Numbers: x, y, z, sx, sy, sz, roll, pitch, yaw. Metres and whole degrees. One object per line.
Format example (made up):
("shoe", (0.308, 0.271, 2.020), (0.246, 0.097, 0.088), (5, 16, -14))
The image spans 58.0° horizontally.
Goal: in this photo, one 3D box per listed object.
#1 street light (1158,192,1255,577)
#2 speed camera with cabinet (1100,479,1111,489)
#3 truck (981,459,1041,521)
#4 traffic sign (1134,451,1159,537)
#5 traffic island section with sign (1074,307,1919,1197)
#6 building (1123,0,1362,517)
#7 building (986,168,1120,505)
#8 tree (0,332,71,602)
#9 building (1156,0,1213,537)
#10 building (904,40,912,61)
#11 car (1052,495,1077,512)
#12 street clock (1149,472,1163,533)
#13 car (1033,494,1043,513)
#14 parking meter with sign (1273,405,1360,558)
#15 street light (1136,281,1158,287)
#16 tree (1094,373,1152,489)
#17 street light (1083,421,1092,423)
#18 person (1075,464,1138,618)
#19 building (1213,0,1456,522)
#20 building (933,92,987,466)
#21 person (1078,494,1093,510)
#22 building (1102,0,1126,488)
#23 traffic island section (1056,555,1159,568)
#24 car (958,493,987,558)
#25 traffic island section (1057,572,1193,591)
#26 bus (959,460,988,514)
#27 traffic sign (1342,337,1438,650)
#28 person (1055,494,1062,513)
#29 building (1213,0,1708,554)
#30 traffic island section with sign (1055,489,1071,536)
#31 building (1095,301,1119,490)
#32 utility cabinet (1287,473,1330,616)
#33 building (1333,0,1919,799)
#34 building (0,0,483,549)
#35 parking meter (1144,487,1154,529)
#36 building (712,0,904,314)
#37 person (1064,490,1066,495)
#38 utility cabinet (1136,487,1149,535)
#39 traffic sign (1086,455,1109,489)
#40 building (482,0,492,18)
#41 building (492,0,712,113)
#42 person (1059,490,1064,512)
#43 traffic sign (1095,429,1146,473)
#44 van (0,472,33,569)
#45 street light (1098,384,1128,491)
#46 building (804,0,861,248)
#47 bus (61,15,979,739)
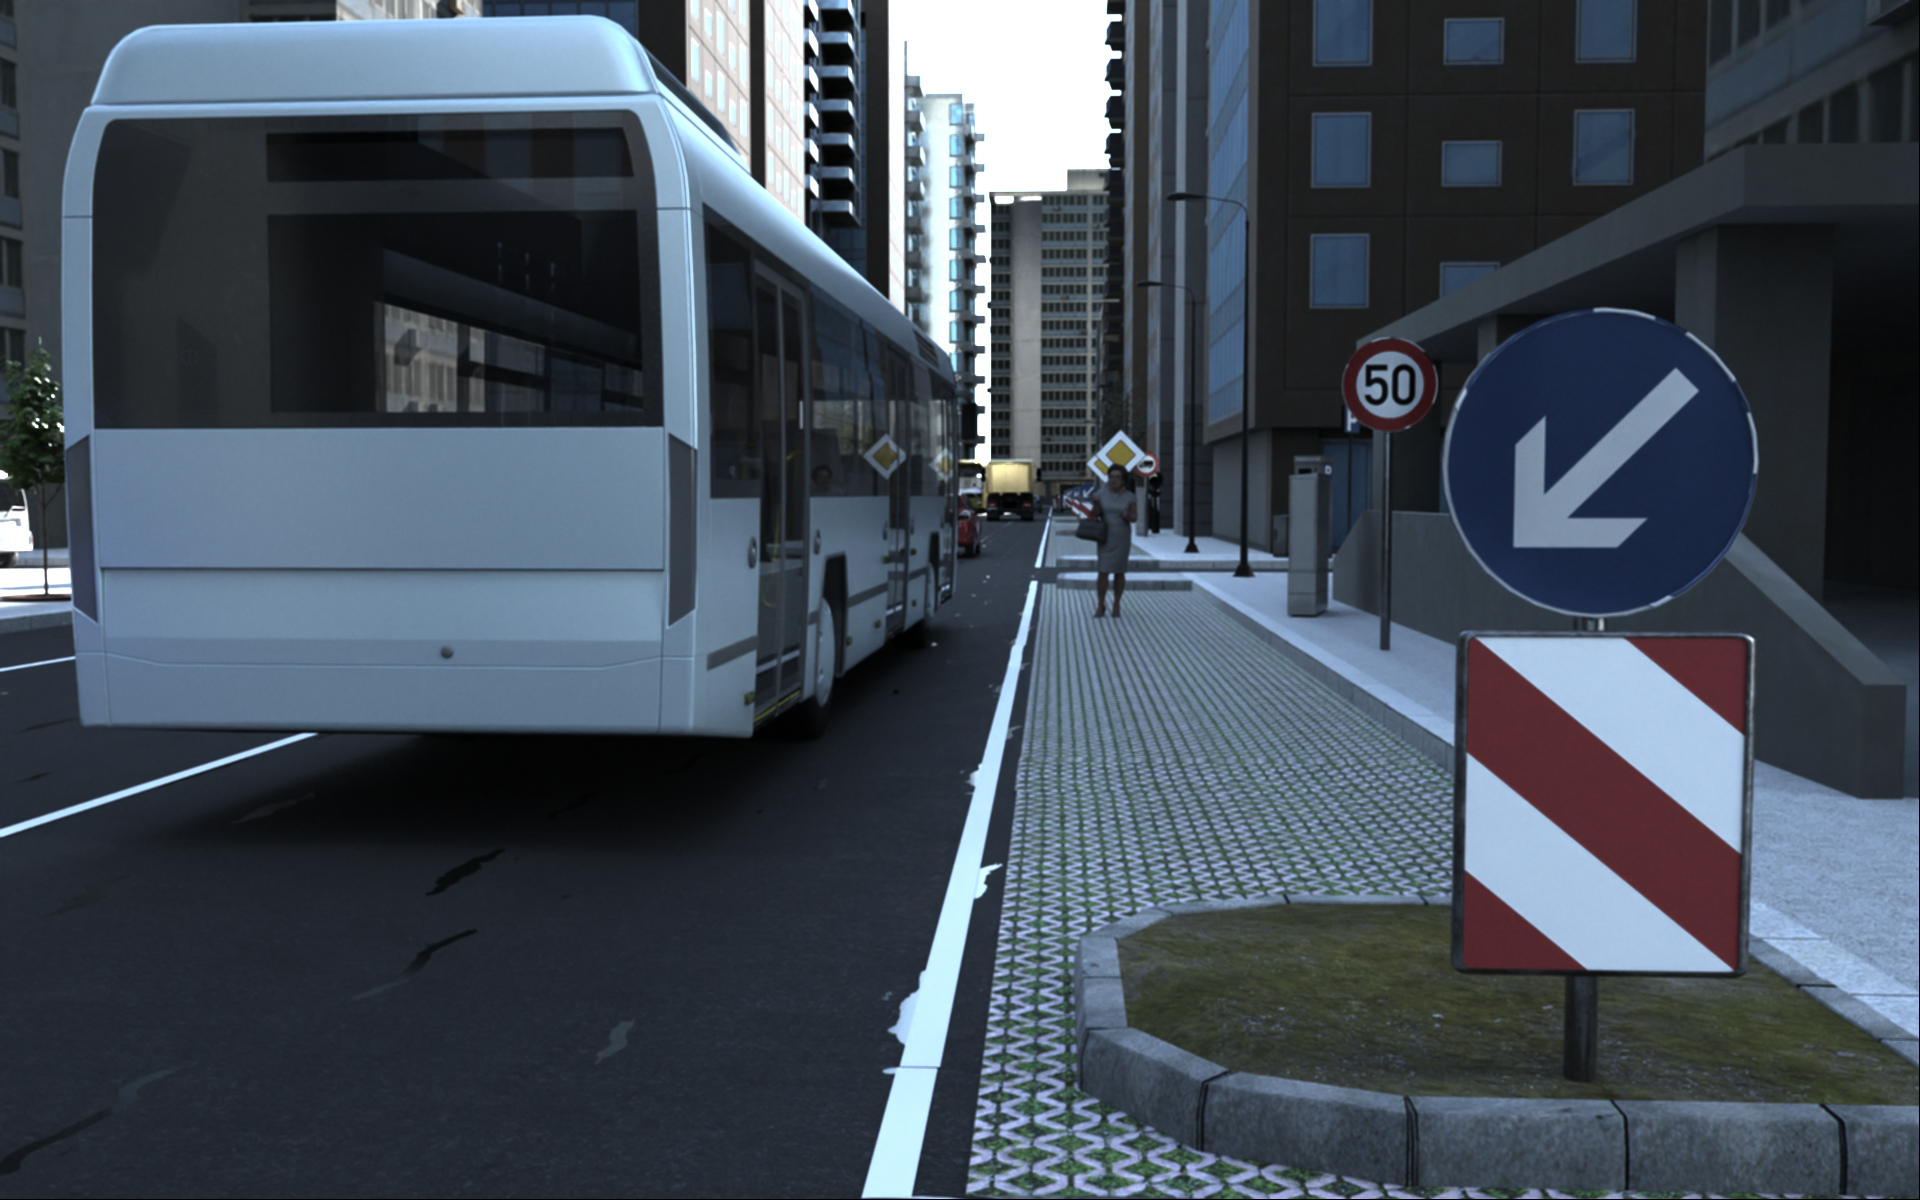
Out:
("street light", (3.872, -3.317, 26.779), (1.470, 5.913, 1.316), (0, 4, 3))
("speed camera with cabinet", (8.926, -6.471, 100.140), (0.660, 3.252, 2.038), (3, 5, 40))
("truck", (2.801, -6.113, 95.879), (3.469, 3.379, 9.791), (0, 4, 2))
("traffic sign", (5.546, -3.152, 51.648), (0.768, 2.556, 0.104), (0, 4, 7))
("traffic island section with sign", (1.300, 0.254, 4.482), (1.989, 1.847, 2.006), (0, 4, 3))
("building", (18.390, -28.594, 117.625), (14.600, 45.320, 14.200), (0, 4, 3))
("building", (15.390, -31.629, 209.018), (23.993, 40.220, 32.217), (0, 4, 3))
("tree", (-11.110, -1.603, 20.816), (1.663, 3.219, 1.824), (0, 3, 0))
("building", (17.929, -31.905, 63.648), (21.231, 58.520, 28.212), (0, 4, 3))
("building", (-19.091, -33.948, 174.657), (30.456, 49.044, 23.786), (0, 4, 3))
("car", (8.523, -7.849, 140.700), (2.083, 1.381, 4.827), (0, 4, 2))
("street clock", (6.391, -3.179, 56.542), (0.358, 2.002, 0.471), (-2, 4, -32))
("car", (5.477, -7.480, 134.295), (2.014, 1.417, 4.499), (0, 4, 2))
("parking meter with sign", (7.082, -2.349, 34.671), (1.738, 3.016, 0.543), (3, 5, 44))
("street light", (4.542, -3.995, 37.852), (1.470, 5.913, 1.316), (0, 4, 3))
("tree", (9.982, -9.429, 104.522), (4.360, 8.622, 3.978), (0, 3, 0))
("street light", (8.516, -8.395, 109.795), (1.470, 5.913, 1.316), (0, 4, 3))
("person", (1.688, -0.679, 19.964), (0.716, 1.782, 0.532), (0, 4, 7))
("building", (17.511, -27.104, 93.268), (14.600, 45.320, 14.200), (0, 4, 3))
("building", (-11.998, -35.896, 206.501), (30.456, 49.044, 23.786), (0, 4, 3))
("person", (5.518, -4.101, 75.908), (0.716, 1.782, 0.532), (1, 4, 16))
("building", (22.775, -29.662, 139.602), (22.147, 44.769, 28.867), (0, 4, 3))
("traffic island section", (2.950, -0.775, 34.953), (2.009, 0.180, 2.903), (0, 4, 3))
("car", (-0.458, -1.930, 40.592), (2.155, 1.783, 4.494), (0, 4, 3))
("traffic island section", (2.514, -0.287, 26.980), (2.009, 0.180, 2.903), (0, 4, 3))
("bus", (0.717, -8.305, 127.334), (2.896, 3.916, 12.252), (0, 4, 3))
("traffic sign", (3.501, -0.861, 14.189), (0.768, 2.556, 0.104), (0, 4, 5))
("person", (7.478, -7.337, 131.678), (0.599, 1.433, 0.991), (-2, 4, -31))
("building", (13.700, -23.963, 41.898), (14.200, 45.320, 14.600), (0, 4, 3))
("traffic island section with sign", (4.322, -3.136, 59.901), (1.989, 1.847, 2.006), (0, 4, 3))
("building", (27.389, -19.835, 169.338), (27.650, 21.520, 28.899), (0, 4, 3))
("utility cabinet", (3.728, -0.604, 18.553), (0.318, 1.500, 1.173), (1, 4, 18))
("building", (20.247, -19.585, 12.094), (32.217, 40.220, 23.993), (0, 4, 3))
("building", (-27.254, -21.785, 48.061), (32.217, 40.220, 23.993), (0, 4, 3))
("parking meter", (6.863, -3.338, 62.995), (0.372, 1.533, 0.369), (0, 3, 0))
("building", (-12.264, -30.480, 148.454), (14.600, 45.320, 14.200), (0, 4, 3))
("person", (9.350, -8.900, 154.568), (0.434, 1.755, 0.990), (2, 4, 32))
("utility cabinet", (5.663, -2.755, 53.724), (0.318, 1.500, 1.173), (1, 4, 11))
("traffic sign", (2.926, -1.910, 34.877), (0.795, 2.450, 0.064), (0, 4, 3))
("building", (-17.136, -25.953, 74.440), (14.600, 45.320, 14.200), (0, 4, 3))
("building", (-16.618, -27.348, 97.254), (14.600, 45.320, 14.200), (0, 4, 3))
("person", (7.830, -7.687, 134.904), (0.721, 1.735, 1.217), (-1, 4, -14))
("traffic sign", (2.490, -1.423, 26.904), (0.795, 2.450, 0.064), (0, 4, 3))
("van", (-19.104, -1.484, 31.274), (4.112, 2.044, 2.013), (0, 4, 3))
("street light", (6.529, -6.174, 73.483), (1.470, 5.913, 1.316), (0, 4, 3))
("building", (-17.731, -49.678, 124.903), (22.319, 86.520, 31.000), (0, 4, 3))
("bus", (-1.747, -1.131, 13.356), (2.948, 3.499, 13.247), (0, 4, 5))
